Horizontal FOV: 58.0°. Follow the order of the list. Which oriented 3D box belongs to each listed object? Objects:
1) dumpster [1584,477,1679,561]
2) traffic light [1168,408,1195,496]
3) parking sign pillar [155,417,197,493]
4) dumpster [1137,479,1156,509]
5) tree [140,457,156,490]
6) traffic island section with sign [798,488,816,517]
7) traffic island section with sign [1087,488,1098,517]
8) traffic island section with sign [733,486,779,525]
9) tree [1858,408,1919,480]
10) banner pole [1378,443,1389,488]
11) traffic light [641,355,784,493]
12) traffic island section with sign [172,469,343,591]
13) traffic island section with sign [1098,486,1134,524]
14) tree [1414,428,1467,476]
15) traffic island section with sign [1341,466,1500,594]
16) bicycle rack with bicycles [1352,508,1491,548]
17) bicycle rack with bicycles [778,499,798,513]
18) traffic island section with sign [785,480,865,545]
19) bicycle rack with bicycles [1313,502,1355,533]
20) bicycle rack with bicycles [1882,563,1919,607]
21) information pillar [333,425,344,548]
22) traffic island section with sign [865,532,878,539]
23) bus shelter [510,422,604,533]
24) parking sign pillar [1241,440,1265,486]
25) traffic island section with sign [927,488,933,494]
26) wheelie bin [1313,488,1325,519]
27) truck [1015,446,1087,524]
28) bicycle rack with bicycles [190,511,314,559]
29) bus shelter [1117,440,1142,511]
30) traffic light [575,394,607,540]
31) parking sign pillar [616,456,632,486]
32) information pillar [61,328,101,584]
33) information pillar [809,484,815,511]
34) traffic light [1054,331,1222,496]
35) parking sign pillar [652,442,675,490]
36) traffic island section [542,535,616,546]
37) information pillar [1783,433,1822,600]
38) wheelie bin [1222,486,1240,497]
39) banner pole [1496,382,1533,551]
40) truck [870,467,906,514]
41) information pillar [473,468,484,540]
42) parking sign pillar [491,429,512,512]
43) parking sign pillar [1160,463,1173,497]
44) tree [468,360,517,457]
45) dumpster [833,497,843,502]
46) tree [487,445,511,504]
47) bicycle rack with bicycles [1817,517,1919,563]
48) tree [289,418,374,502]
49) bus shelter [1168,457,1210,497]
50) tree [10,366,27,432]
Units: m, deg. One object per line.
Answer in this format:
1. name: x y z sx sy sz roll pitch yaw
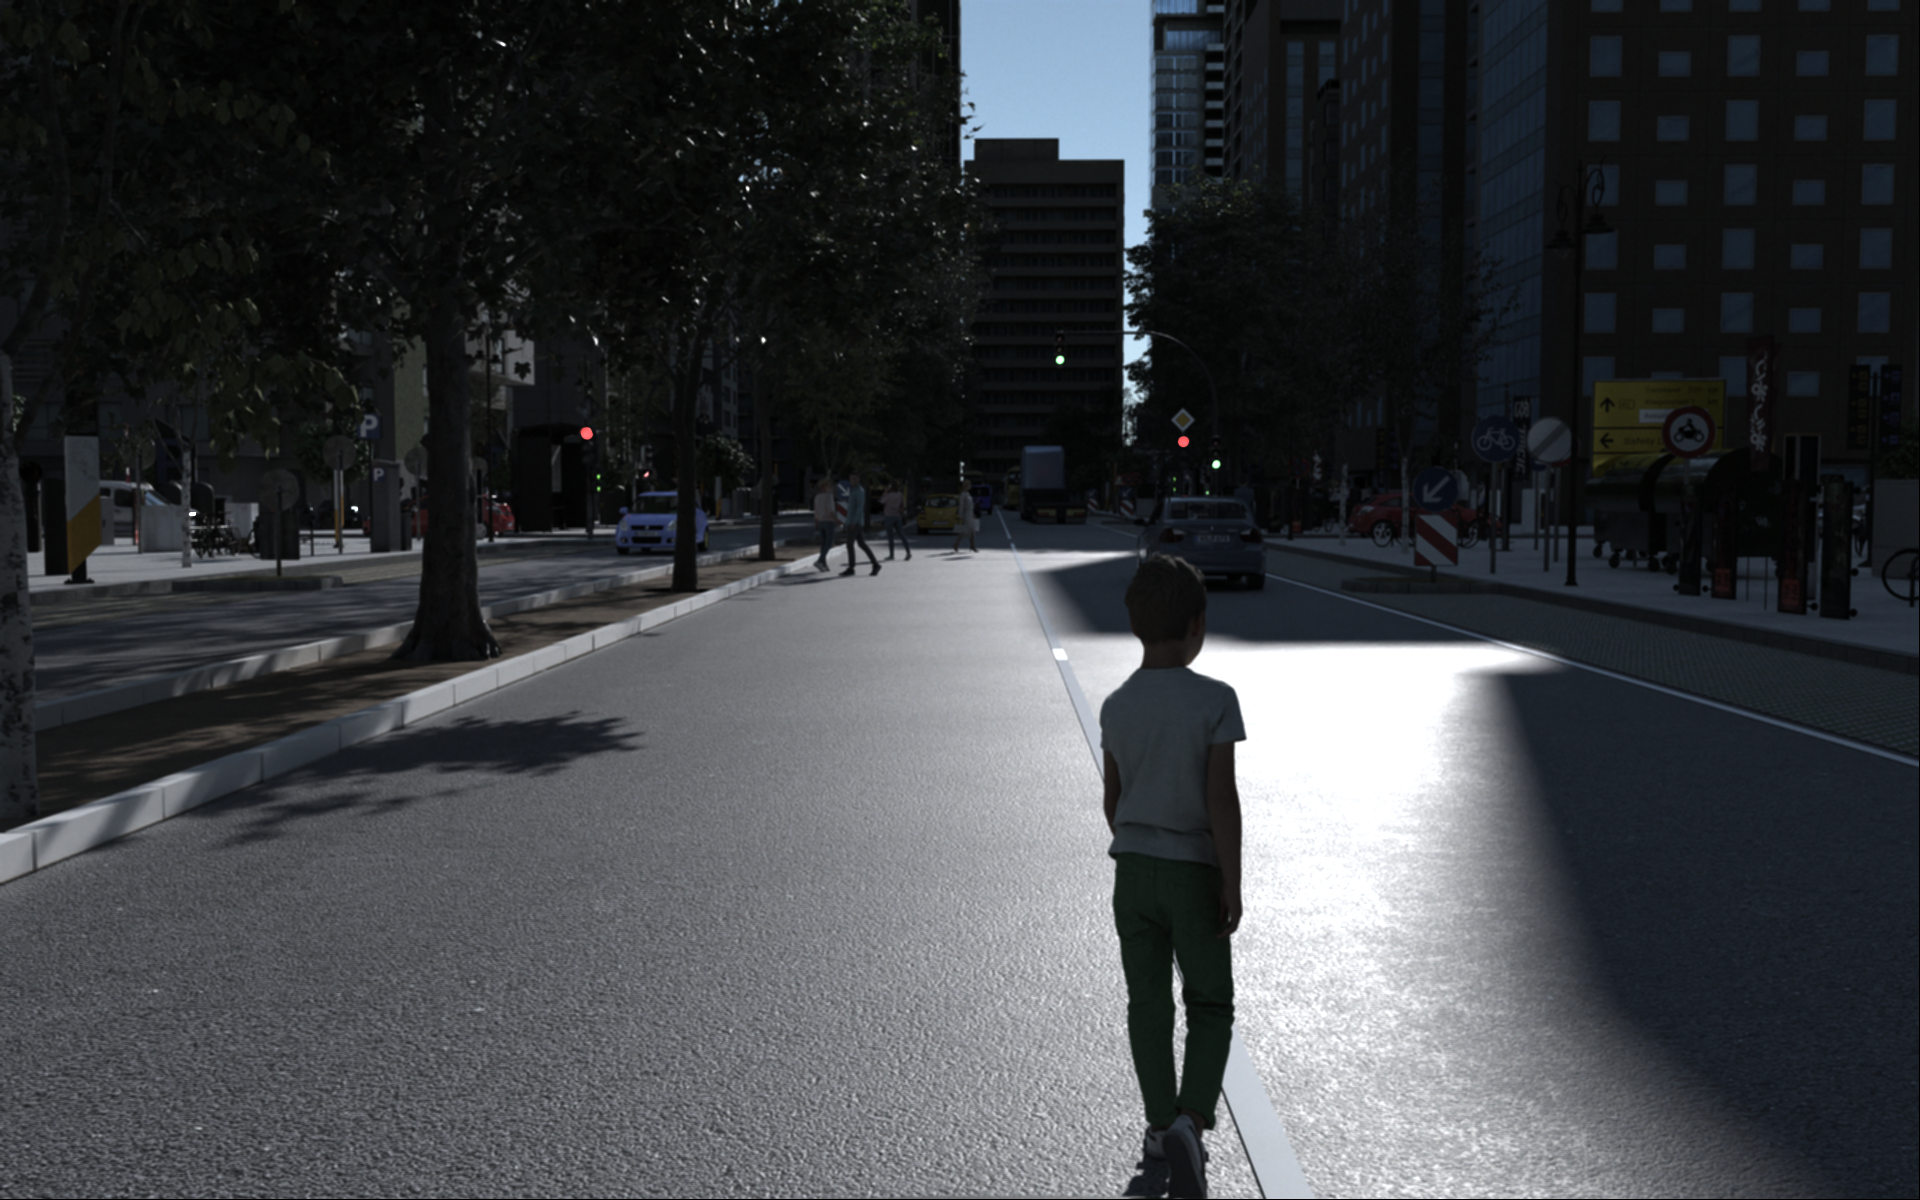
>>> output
1. dumpster: 13.352 -1.932 34.089 1.502 2.255 1.985 0 4 1
2. traffic light: 7.234 -4.132 56.485 0.839 4.253 0.868 0 4 1
3. parking sign pillar: -27.346 -4.401 60.425 1.447 3.967 1.447 -1 4 -16
4. dumpster: 11.875 -6.546 109.523 1.502 2.255 1.985 0 4 1
5. tree: -29.932 -4.321 65.252 1.663 3.219 1.824 0 3 0
6. traffic island section with sign: -9.058 -6.112 108.561 1.989 1.847 2.006 0 4 1
7. traffic island section with sign: 8.225 -6.179 109.651 1.989 1.847 2.006 0 4 1
8. traffic island section with sign: -9.553 -4.458 81.509 1.989 1.847 2.006 0 4 1
9. tree: 35.392 -4.947 64.591 4.285 4.588 4.351 0 3 0
10. banner pole: 20.592 -5.759 84.178 0.863 3.779 0.401 -2 4 -31
11. traffic light: -8.182 -5.022 56.778 4.771 5.953 1.251 0 4 1
12. traffic island section with sign: -10.531 -1.078 26.260 1.989 1.847 2.006 0 4 1
13. traffic island section with sign: 7.737 -4.496 82.137 1.989 1.847 2.006 0 4 1
14. tree: 24.263 -6.226 85.508 4.285 4.588 4.351 0 3 0
15. traffic island section with sign: 6.729 -1.039 25.611 1.989 1.847 2.006 0 4 1
16. bicycle rack with bicycles: 11.379 -1.735 41.746 2.925 0.926 2.852 0 4 -4
17. bicycle rack with bicycles: -13.439 -7.073 129.025 2.925 0.926 2.852 -2 4 -29
18. traffic island section with sign: -3.854 -2.502 49.048 2.006 1.907 1.989 0 4 1
19. bicycle rack with bicycles: 13.273 -2.712 57.720 2.852 0.926 2.925 0 4 -6
20. bicycle rack with bicycles: 12.059 -0.393 19.801 2.852 0.926 2.925 -3 5 -40
21. information pillar: -14.862 -3.060 41.382 0.183 3.616 0.504 0 4 -6
22. traffic island section with sign: -3.713 -2.955 56.454 2.006 1.907 1.989 0 4 1
23. bus shelter: -13.859 -4.198 59.921 1.731 3.624 6.357 0 4 1
24. parking sign pillar: 13.884 -5.740 82.319 1.447 3.967 1.447 -3 4 -36
25. traffic island section with sign: -2.383 -7.550 131.581 2.006 1.907 1.989 0 4 1
26. wheelie bin: 17.260 -4.659 84.075 0.693 1.594 0.980 -3 4 -38
27. truck: 4.707 -6.198 91.094 2.967 4.110 18.799 0 4 0
28. bicycle rack with bicycles: -14.632 -1.335 35.204 2.852 0.926 2.925 0 4 7
29. bus shelter: 12.410 -9.077 126.035 2.179 5.291 8.768 0 4 1
30. traffic light: -10.417 -3.662 48.796 0.839 4.253 0.868 0 4 1
31. parking sign pillar: -22.558 -7.834 116.563 1.447 3.967 1.447 2 4 27
32. information pillar: -12.580 -2.045 24.783 0.183 3.616 0.504 2 4 30
33. information pillar: -10.926 -7.551 127.944 0.304 2.012 0.304 -2 4 -29
34. traffic light: 4.998 -4.509 48.397 4.771 5.953 1.251 0 4 1
35. parking sign pillar: -15.338 -6.161 89.204 1.447 3.967 1.447 1 4 15
36. traffic island section: -10.457 -1.630 48.931 2.009 0.180 2.903 0 4 1
37. information pillar: 10.198 -1.011 21.024 0.304 2.012 0.304 0 4 -5
38. wheelie bin: 10.331 -3.532 65.658 0.980 1.594 0.693 0 4 -7
39. banner pole: 12.437 -2.986 38.830 0.863 3.779 0.401 -1 4 -14
40. truck: -5.478 -7.918 125.387 3.469 3.379 9.791 0 4 0
41. information pillar: -13.558 -2.688 48.448 0.304 2.012 0.304 1 4 23
42. parking sign pillar: -18.752 -5.033 70.760 1.447 3.967 1.447 -2 4 -35
43. parking sign pillar: 14.676 -8.122 121.264 1.447 3.967 1.447 3 5 43
44. tree: -25.130 -8.519 89.655 4.360 8.622 3.978 0 3 0
45. dumpster: -9.057 -6.904 121.090 1.865 1.857 1.264 0 4 2
46. tree: -18.016 -4.525 68.583 1.663 3.219 1.824 0 3 0
47. bicycle rack with bicycles: 18.186 -1.363 35.660 2.852 0.926 2.925 2 4 35
48. tree: -24.089 -5.074 66.674 4.285 4.588 4.351 0 3 0
49. bus shelter: 12.939 -6.322 97.286 2.014 3.302 5.546 0 4 1
50. tree: -19.330 -2.999 32.745 4.285 4.588 4.351 0 3 0
